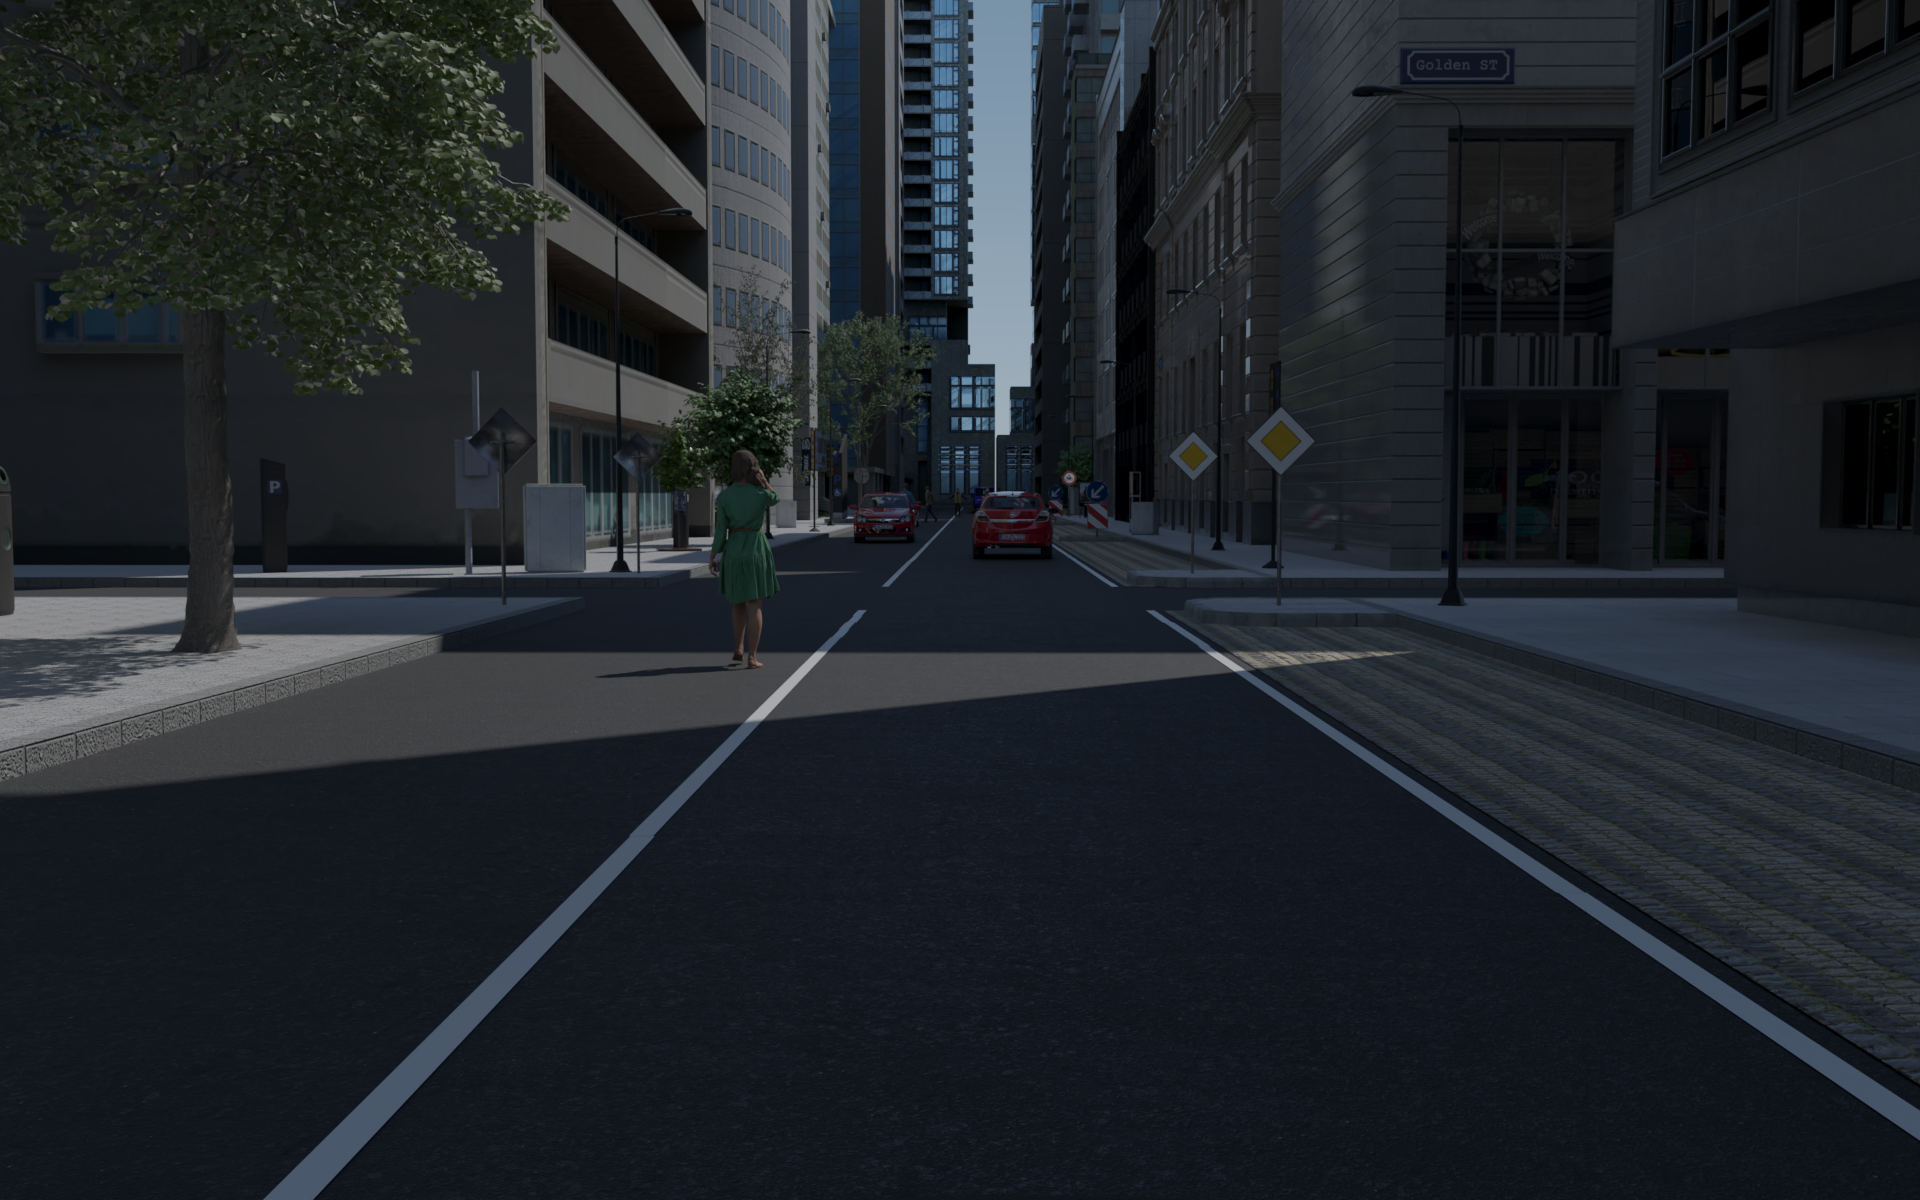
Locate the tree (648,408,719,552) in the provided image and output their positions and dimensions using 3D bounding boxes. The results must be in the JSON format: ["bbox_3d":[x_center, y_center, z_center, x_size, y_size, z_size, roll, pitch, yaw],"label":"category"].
[{"bbox_3d":[-6.294,-2.708,38.883,1.663,3.219,1.824,0,3,0],"label":"tree"}]

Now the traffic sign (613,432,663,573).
[{"bbox_3d":[-5.199,-1.488,27.977,0.795,2.450,0.064,0,4,1],"label":"traffic sign"}]

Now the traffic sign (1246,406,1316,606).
[{"bbox_3d":[3.670,-0.994,19.888,0.795,2.450,0.064,0,4,1],"label":"traffic sign"}]

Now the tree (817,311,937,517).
[{"bbox_3d":[-5.400,-10.457,96.732,9.928,11.665,9.643,0,3,0],"label":"tree"}]

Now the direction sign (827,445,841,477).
[{"bbox_3d":[-5.666,-5.338,79.273,0.876,3.537,0.379,1,4,9],"label":"direction sign"}]

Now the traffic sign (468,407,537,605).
[{"bbox_3d":[-5.274,-1.000,19.992,0.795,2.450,0.064,0,4,1],"label":"traffic sign"}]

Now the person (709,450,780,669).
[{"bbox_3d":[-1.786,-0.344,14.366,0.600,1.795,0.529,0,4,-7],"label":"person"}]

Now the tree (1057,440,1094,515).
[{"bbox_3d":[7.449,-7.505,106.416,4.285,4.588,4.351,0,3,0],"label":"tree"}]

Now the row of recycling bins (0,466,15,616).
[{"bbox_3d":[-10.846,-0.600,16.923,1.069,1.692,3.534,1,4,14],"label":"row of recycling bins"}]

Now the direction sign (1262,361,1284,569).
[{"bbox_3d":[5.419,-2.317,29.875,0.379,3.537,0.876,0,4,-1],"label":"direction sign"}]

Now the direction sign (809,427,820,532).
[{"bbox_3d":[-4.967,-4.101,59.053,0.379,3.537,0.876,1,4,11],"label":"direction sign"}]

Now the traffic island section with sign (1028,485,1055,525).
[{"bbox_3d":[4.263,-4.344,79.658,1.989,1.847,2.006,0,4,1],"label":"traffic island section with sign"}]

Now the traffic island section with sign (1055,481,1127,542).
[{"bbox_3d":[4.010,-2.686,52.547,1.989,1.847,2.006,0,4,1],"label":"traffic island section with sign"}]

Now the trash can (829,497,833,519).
[{"bbox_3d":[-6.472,-4.793,90.013,0.748,1.137,0.748,0,3,0],"label":"trash can"}]

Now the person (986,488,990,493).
[{"bbox_3d":[1.755,-5.563,99.679,0.699,1.804,1.509,1,4,23],"label":"person"}]

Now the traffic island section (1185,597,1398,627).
[{"bbox_3d":[3.693,0.142,19.965,2.009,0.180,2.903,0,4,1],"label":"traffic island section"}]

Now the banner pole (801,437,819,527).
[{"bbox_3d":[-5.840,-4.720,67.184,0.863,3.779,0.401,-3,5,-44],"label":"banner pole"}]

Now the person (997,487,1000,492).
[{"bbox_3d":[2.226,-5.691,101.539,0.794,1.824,0.713,2,4,25],"label":"person"}]

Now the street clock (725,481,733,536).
[{"bbox_3d":[-6.864,-2.900,51.986,0.471,2.002,0.358,-2,4,-26],"label":"street clock"}]

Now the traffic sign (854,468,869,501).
[{"bbox_3d":[-4.764,-5.120,83.823,0.768,2.556,0.104,0,4,4],"label":"traffic sign"}]

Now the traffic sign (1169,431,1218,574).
[{"bbox_3d":[3.745,-1.482,27.873,0.795,2.450,0.064,0,4,1],"label":"traffic sign"}]

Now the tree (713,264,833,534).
[{"bbox_3d":[-6.206,-6.418,55.304,4.360,8.622,3.978,0,3,0],"label":"tree"}]

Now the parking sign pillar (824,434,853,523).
[{"bbox_3d":[-5.343,-5.429,77.234,1.447,3.967,1.447,0,4,7],"label":"parking sign pillar"}]

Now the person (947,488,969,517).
[{"bbox_3d":[-0.136,-6.185,109.722,1.348,1.812,0.705,0,4,-3],"label":"person"}]

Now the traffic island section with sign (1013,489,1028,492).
[{"bbox_3d":[4.988,-9.061,156.781,1.989,1.847,2.006,0,4,1],"label":"traffic island section with sign"}]

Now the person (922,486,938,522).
[{"bbox_3d":[-1.546,-4.871,88.044,0.836,1.842,0.656,0,4,-2],"label":"person"}]

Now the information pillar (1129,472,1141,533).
[{"bbox_3d":[5.796,-3.231,57.321,0.304,2.012,0.304,-1,4,-9],"label":"information pillar"}]

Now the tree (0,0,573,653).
[{"bbox_3d":[-6.386,-5.876,14.194,7.486,12.596,7.792,0,3,0],"label":"tree"}]

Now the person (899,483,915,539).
[{"bbox_3d":[-1.723,-2.822,54.988,0.601,1.785,0.444,0,4,2],"label":"person"}]

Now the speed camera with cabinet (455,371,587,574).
[{"bbox_3d":[-7.167,-2.074,28.253,2.038,3.252,0.660,-1,4,-15],"label":"speed camera with cabinet"}]

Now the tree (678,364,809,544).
[{"bbox_3d":[-5.511,-3.678,43.854,4.285,4.588,4.351,0,3,0],"label":"tree"}]

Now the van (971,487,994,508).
[{"bbox_3d":[2.079,-8.875,149.486,2.240,2.365,5.245,0,3,0],"label":"van"}]

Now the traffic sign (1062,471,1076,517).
[{"bbox_3d":[6.093,-5.901,96.592,0.768,2.556,0.104,0,4,3],"label":"traffic sign"}]

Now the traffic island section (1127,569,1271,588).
[{"bbox_3d":[3.769,-0.347,27.950,2.009,0.180,2.903,0,4,1],"label":"traffic island section"}]
